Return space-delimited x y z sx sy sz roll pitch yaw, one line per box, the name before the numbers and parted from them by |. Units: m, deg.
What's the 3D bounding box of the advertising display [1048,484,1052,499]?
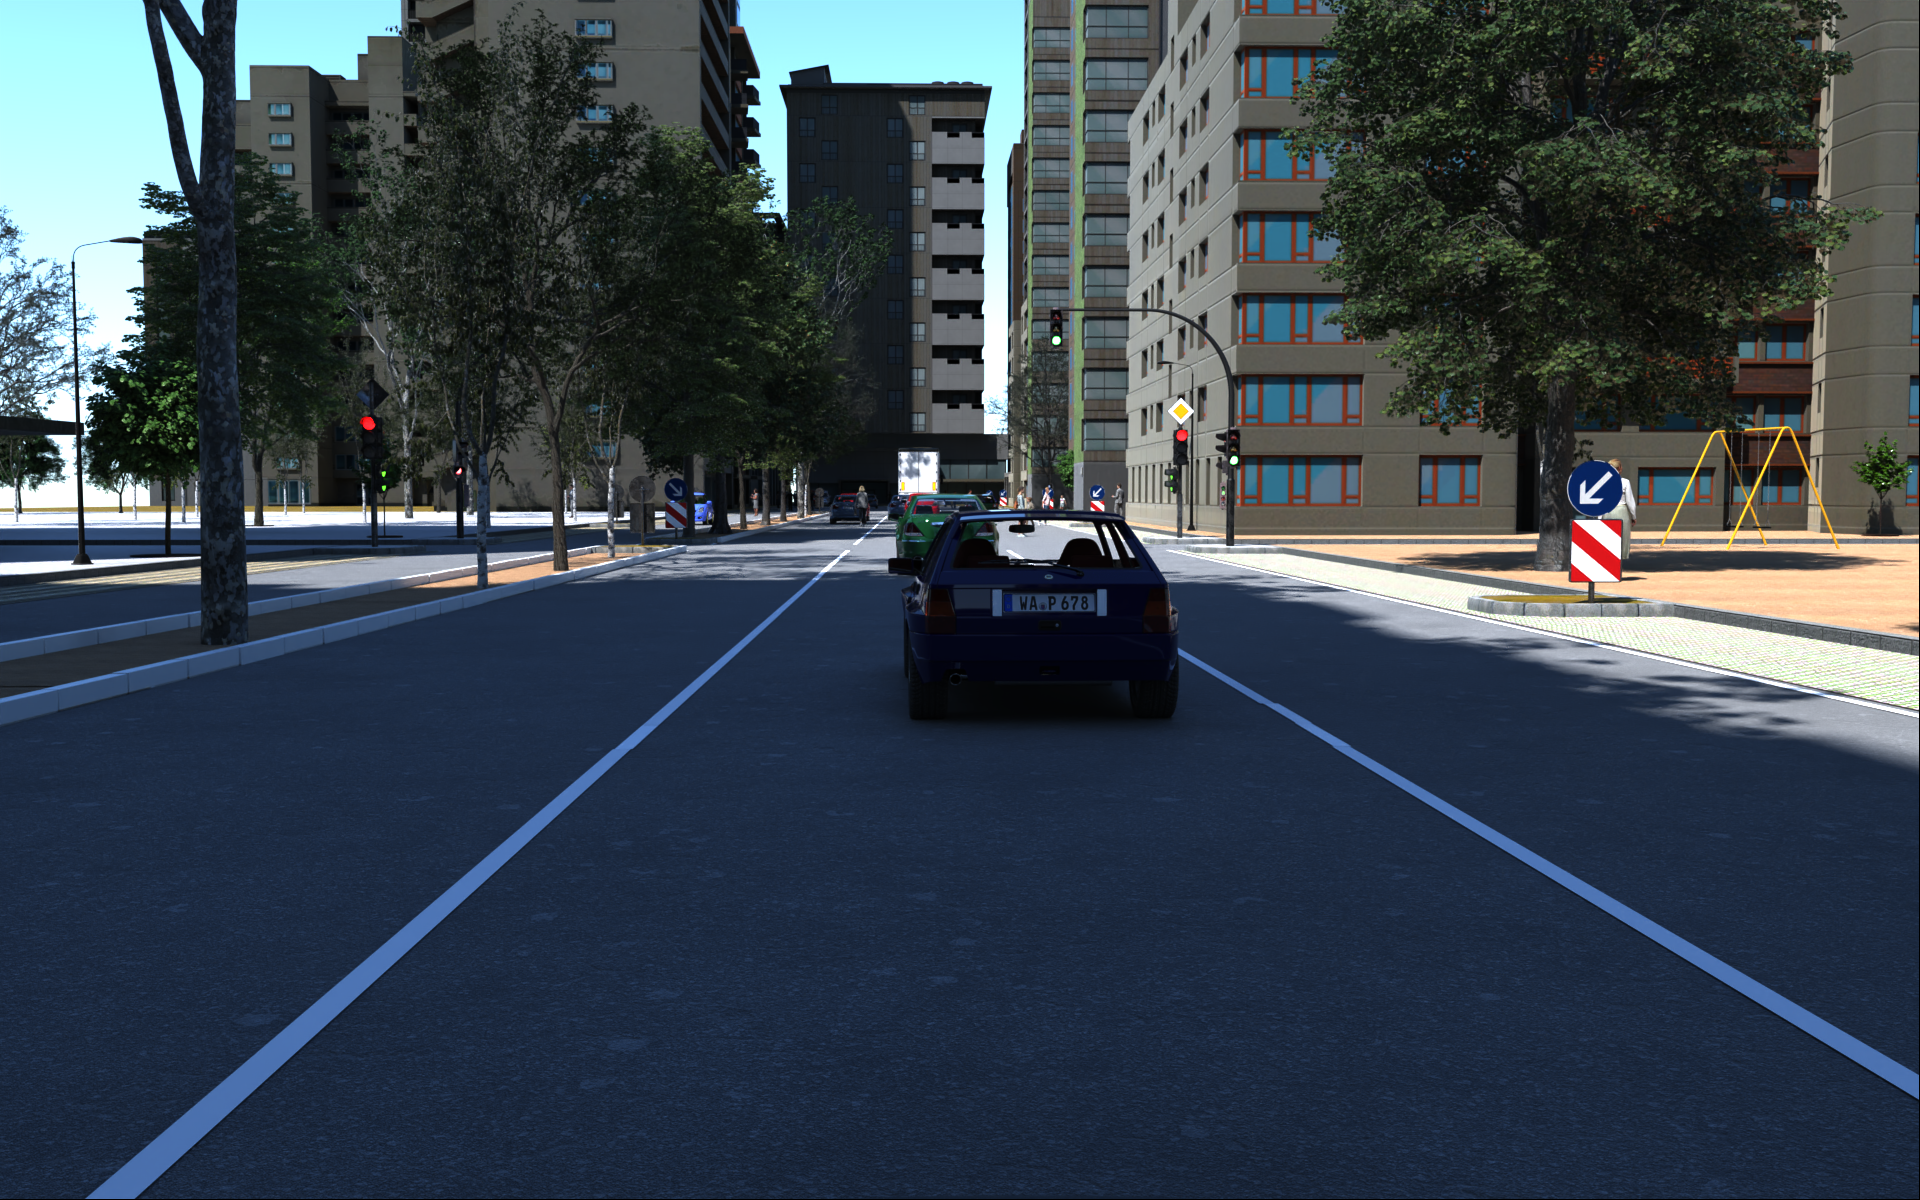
advertising display | 6.050 -6.798 116.354 0.123 1.923 0.974 0 4 -5

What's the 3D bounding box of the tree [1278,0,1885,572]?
tree | 10.022 -7.461 28.638 9.857 13.997 8.962 0 3 0

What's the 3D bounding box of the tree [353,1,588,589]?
tree | -7.218 -4.481 26.082 4.360 8.622 3.978 0 3 0

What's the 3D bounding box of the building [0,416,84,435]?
building | -35.294 -22.933 29.581 28.867 44.769 22.147 0 4 -2

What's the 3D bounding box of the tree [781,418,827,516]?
tree | -9.921 -9.680 111.091 4.360 8.622 3.978 0 3 0

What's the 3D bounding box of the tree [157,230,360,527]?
tree | -27.775 -8.724 68.386 9.928 11.665 9.643 0 3 0

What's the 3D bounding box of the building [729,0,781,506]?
building | -36.041 -53.527 187.831 31.000 86.520 22.319 0 4 -2

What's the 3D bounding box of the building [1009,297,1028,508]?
building | 19.315 -19.708 167.263 27.650 21.520 28.899 0 4 -2

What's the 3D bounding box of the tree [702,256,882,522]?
tree | -9.093 -10.773 88.965 12.009 13.543 11.850 0 3 0

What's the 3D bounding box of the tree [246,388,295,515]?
tree | -41.618 -9.517 105.960 4.360 8.622 3.978 0 3 0

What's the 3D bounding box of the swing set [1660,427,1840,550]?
swing set | 18.929 -2.696 41.697 2.862 2.851 3.119 0 4 -8

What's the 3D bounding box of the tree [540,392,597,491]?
tree | -27.477 -10.518 122.325 4.737 8.622 4.395 0 3 0

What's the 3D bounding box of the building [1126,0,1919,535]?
building | 22.609 -13.600 67.398 28.899 21.520 27.650 0 4 -2

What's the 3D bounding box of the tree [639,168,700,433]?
tree | -7.859 -5.265 38.906 4.360 8.622 3.978 0 3 0

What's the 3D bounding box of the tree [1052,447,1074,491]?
tree | 7.376 -7.543 107.040 4.285 4.588 4.351 0 3 0

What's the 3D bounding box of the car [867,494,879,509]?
car | -9.042 -9.804 172.296 2.014 1.417 4.499 0 4 -3

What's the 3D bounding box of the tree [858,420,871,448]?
tree | -10.187 -11.057 117.651 8.767 10.594 7.601 0 4 -2

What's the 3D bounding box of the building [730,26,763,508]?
building | -30.103 -30.946 160.590 22.147 44.769 28.867 0 4 -2

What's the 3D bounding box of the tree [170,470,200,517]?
tree | -42.765 -8.947 96.653 4.737 8.622 4.395 0 3 0

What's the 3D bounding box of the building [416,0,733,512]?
building | -29.608 -31.266 134.900 21.300 48.544 21.600 0 4 -2

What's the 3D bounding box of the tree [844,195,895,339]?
tree | -10.540 -14.868 101.439 12.611 20.169 13.585 0 3 0

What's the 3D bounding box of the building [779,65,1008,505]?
building | -8.140 -38.700 221.983 27.495 52.752 28.713 0 4 -2

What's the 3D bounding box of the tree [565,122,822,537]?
tree | -8.452 -8.117 53.299 7.486 12.596 7.792 0 3 0

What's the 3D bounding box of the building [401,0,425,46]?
building | -56.724 -47.610 216.675 20.611 71.187 20.563 0 4 -2

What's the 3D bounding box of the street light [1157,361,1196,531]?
street light | 7.566 -5.380 60.498 1.470 5.913 1.316 0 4 -2

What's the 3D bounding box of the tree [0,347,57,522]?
tree | -43.509 -7.897 79.480 4.360 8.622 3.978 0 3 0

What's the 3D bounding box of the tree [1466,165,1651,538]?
tree | 13.160 -5.378 38.290 4.360 8.622 3.978 0 3 0

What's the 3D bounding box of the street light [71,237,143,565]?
street light | -15.446 -3.599 31.379 1.470 5.913 1.316 0 4 -2

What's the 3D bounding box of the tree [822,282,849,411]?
tree | -8.968 -9.693 79.057 7.486 12.596 7.792 0 3 0

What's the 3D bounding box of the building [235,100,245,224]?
building | -77.852 -36.272 216.753 21.600 48.544 21.300 0 4 -2

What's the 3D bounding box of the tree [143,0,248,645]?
tree | -8.251 -9.687 16.732 12.611 20.169 13.585 0 3 0

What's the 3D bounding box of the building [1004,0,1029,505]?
building | 15.657 -46.001 190.364 20.563 71.187 20.611 0 4 -2

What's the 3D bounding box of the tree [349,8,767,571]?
tree | -7.396 -5.830 32.196 8.767 10.594 7.601 0 4 -2

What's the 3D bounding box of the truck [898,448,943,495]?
truck | -2.536 -7.458 110.849 2.839 4.237 11.283 0 4 0

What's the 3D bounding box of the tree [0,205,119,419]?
tree | -39.385 -9.719 69.278 12.009 13.543 11.850 0 3 0

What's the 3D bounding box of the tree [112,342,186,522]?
tree | -35.633 -7.848 78.671 4.360 8.622 3.978 0 3 0

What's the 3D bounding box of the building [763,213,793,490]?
building | -33.957 -32.586 224.665 23.993 40.220 32.217 0 4 -2

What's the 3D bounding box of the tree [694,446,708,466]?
tree | -18.960 -11.895 120.239 9.928 11.665 9.643 0 3 0

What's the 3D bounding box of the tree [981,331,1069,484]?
tree | 6.763 -13.550 131.911 12.009 13.543 11.850 0 3 0

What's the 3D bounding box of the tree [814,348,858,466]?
tree | -8.819 -8.187 70.724 8.767 10.594 7.601 0 4 -2

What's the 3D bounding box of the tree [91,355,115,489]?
tree | -41.373 -8.333 86.615 4.360 8.622 3.978 0 3 0

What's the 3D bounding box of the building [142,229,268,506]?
building | -80.277 -25.702 191.927 14.107 30.474 14.160 0 4 -2

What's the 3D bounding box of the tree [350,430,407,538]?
tree | -17.108 -3.448 50.981 1.663 3.219 1.824 0 3 0

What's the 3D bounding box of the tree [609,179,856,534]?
tree | -8.597 -8.713 61.927 9.611 12.733 9.660 0 3 0

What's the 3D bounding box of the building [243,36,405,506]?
building | -62.343 -34.558 188.716 21.600 48.544 21.300 0 4 -2

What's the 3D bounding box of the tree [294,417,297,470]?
tree | -26.403 -7.749 77.051 4.360 8.622 3.978 0 3 0

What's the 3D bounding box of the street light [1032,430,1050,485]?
street light | 5.892 -9.337 125.203 1.470 5.913 1.316 0 4 -2

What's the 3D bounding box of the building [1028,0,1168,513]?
building | 12.543 -28.135 143.599 14.154 41.232 14.086 0 4 -2

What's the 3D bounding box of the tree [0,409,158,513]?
tree | -62.631 -9.107 111.801 11.467 7.101 20.602 2 4 30

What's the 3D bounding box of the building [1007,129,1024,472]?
building | 13.331 -34.619 216.125 14.200 45.320 14.600 0 4 -2

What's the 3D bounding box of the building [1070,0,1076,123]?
building | 15.004 -28.639 118.352 14.600 45.320 14.200 0 4 -2

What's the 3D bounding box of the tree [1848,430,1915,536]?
tree | 28.229 -3.558 52.774 1.663 3.219 1.824 0 3 0

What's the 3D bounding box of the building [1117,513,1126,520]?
building | 12.964 -24.980 92.025 14.154 41.232 14.086 0 4 -2

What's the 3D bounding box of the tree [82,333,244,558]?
tree | -16.311 -3.166 35.473 4.285 4.588 4.351 0 3 0

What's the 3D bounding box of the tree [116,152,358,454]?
tree | -23.681 -8.494 57.001 7.486 12.596 7.792 0 3 0
